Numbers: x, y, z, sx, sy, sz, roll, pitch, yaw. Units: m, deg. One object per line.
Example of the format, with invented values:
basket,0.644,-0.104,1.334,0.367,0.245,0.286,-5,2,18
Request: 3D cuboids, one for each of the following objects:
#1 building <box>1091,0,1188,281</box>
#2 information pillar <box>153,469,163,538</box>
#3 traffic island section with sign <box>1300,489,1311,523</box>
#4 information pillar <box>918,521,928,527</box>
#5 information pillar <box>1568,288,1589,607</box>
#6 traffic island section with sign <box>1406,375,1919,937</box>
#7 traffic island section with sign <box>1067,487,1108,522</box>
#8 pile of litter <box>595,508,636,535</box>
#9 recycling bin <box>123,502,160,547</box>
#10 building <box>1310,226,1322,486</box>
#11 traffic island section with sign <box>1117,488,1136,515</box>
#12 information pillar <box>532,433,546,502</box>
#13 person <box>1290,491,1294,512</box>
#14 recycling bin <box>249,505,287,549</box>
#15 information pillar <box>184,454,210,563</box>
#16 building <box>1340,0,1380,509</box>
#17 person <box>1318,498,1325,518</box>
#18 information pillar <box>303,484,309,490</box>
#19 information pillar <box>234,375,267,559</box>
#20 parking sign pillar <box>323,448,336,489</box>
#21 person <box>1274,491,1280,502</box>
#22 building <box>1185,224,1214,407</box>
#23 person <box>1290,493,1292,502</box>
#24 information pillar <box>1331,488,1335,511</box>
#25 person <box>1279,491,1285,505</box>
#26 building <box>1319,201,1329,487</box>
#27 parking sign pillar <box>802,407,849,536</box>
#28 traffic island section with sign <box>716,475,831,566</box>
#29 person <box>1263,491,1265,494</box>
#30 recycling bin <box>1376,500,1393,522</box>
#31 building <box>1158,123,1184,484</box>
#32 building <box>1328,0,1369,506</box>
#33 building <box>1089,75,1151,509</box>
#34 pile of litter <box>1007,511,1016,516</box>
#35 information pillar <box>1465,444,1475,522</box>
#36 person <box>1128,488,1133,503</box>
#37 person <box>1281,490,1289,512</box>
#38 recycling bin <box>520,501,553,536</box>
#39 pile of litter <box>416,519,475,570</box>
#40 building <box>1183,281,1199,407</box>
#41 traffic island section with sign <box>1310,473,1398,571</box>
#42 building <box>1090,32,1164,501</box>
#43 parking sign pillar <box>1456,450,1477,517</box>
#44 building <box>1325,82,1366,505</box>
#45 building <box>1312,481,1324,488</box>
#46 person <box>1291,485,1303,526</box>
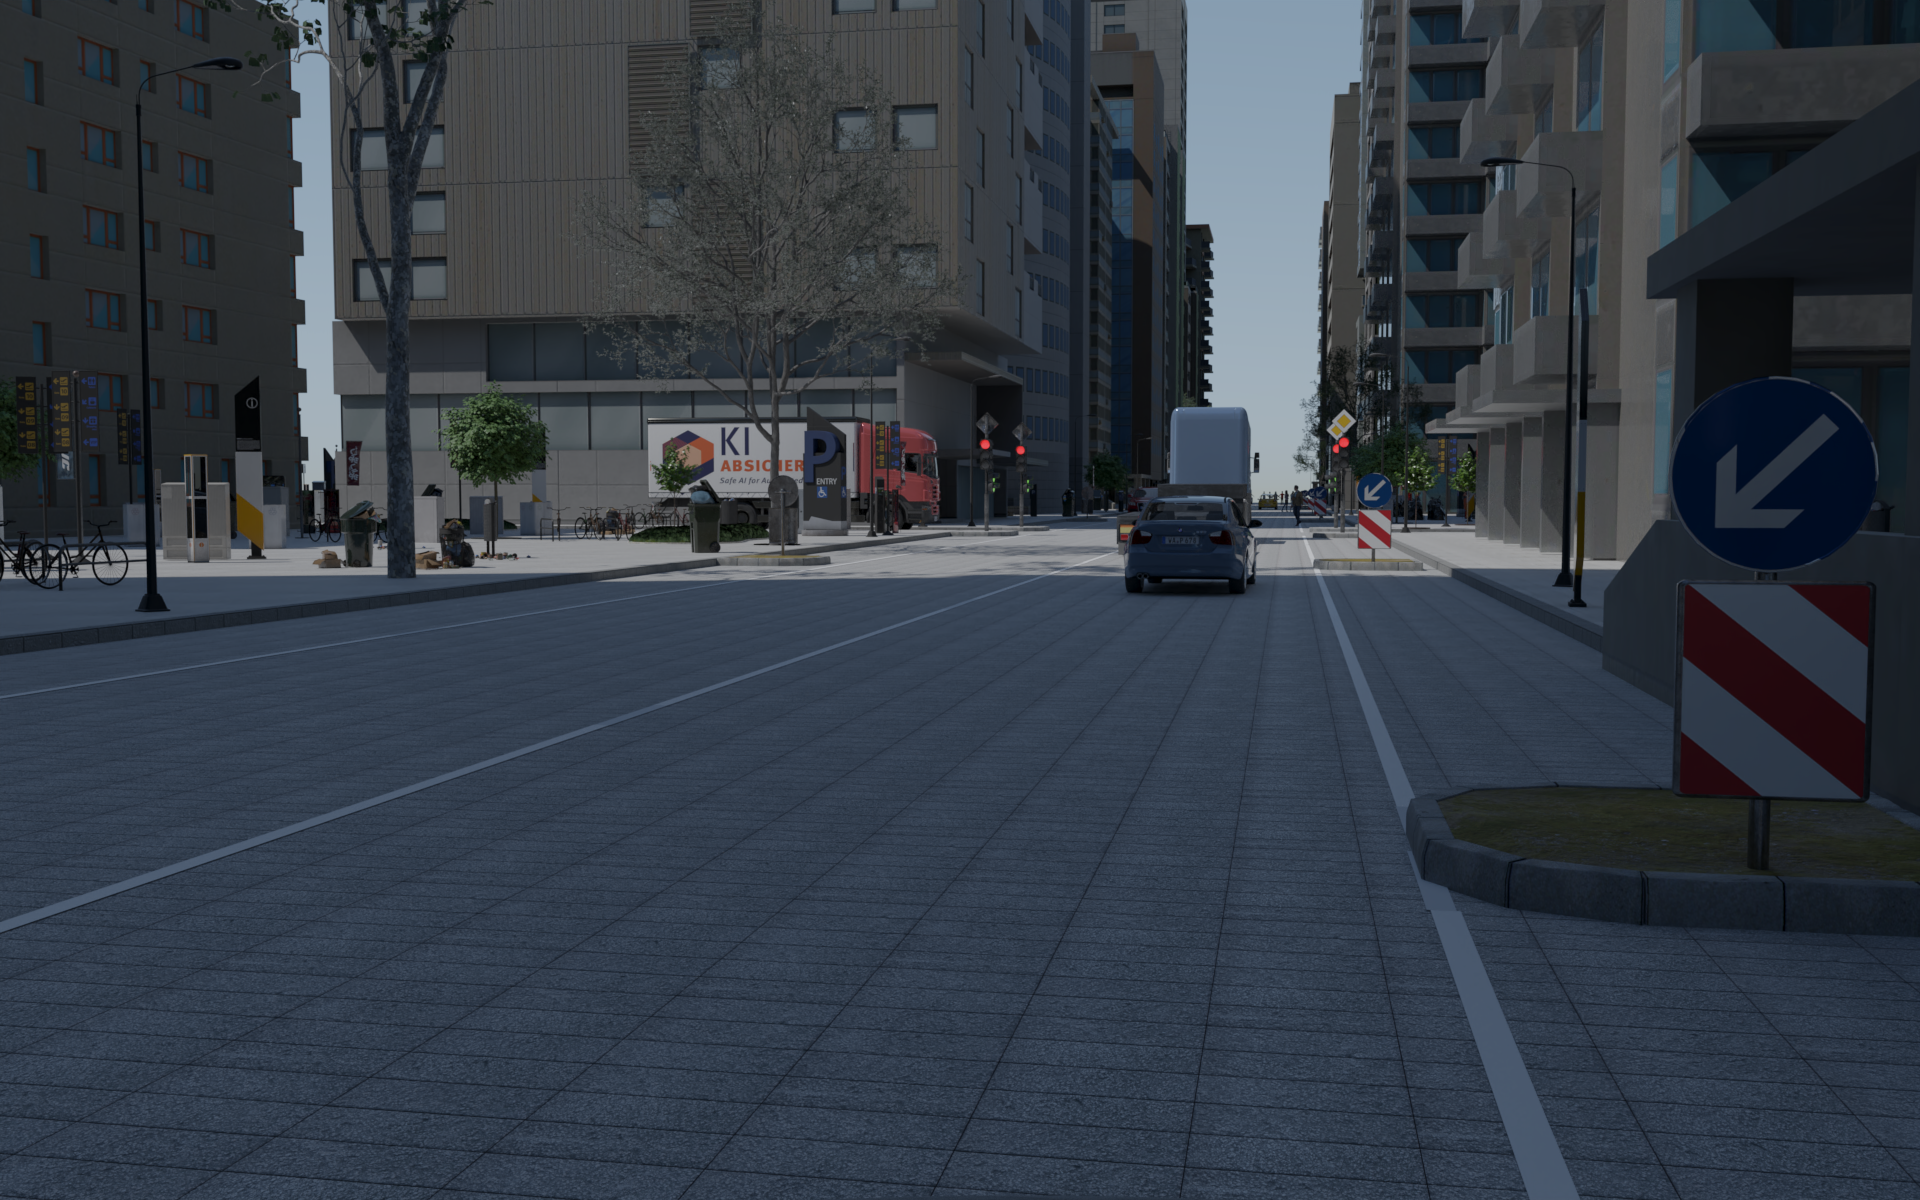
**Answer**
building,24.114,-49.580,248.885,20.563,71.187,20.611,1,4,11
information pillar,-23.691,-2.839,50.914,0.304,2.012,0.304,1,4,8
traffic island section with sign,18.062,-4.821,87.448,1.989,1.847,2.006,1,4,11
information pillar,-1.385,-4.652,67.419,0.504,3.616,0.183,2,4,35
information pillar,7.025,-1.727,19.588,0.183,3.616,0.504,1,4,16
traffic island section with sign,2.770,0.123,6.617,1.989,1.847,2.006,1,4,11
traffic island section with sign,6.643,-4.983,90.093,1.989,1.847,2.006,1,4,11
pile of litter,-10.857,-2.513,55.057,1.719,0.858,1.176,-2,4,-32
recycling bin,-20.006,-1.821,42.334,0.722,1.027,0.722,-2,4,-34
building,68.570,-40.216,277.134,23.786,49.044,30.456,1,4,11
traffic island section with sign,11.656,-6.603,116.579,1.989,1.847,2.006,1,4,11
information pillar,-14.333,-4.139,59.024,0.504,3.616,0.183,-2,4,-24
person,26.859,-7.963,139.700,0.512,1.701,0.522,1,4,13
recycling bin,-16.255,-1.719,40.653,0.722,1.027,0.722,-1,4,-11
information pillar,-14.228,-1.701,32.300,0.304,2.012,0.304,3,5,42
building,43.384,-43.377,147.459,20.563,71.187,20.611,1,4,11
person,21.457,-5.728,102.708,0.362,1.759,0.519,3,5,40
information pillar,-48.187,-7.535,127.691,0.304,2.012,0.304,1,4,22
information pillar,-13.971,-2.613,34.077,0.504,3.616,0.183,-1,4,-14
parking sign pillar,-36.725,-6.904,101.357,1.447,3.967,1.447,0,4,7
person,34.716,-11.065,190.135,0.721,1.736,1.217,-3,5,-42
building,28.606,-37.881,273.974,22.147,44.769,28.867,1,4,11
person,50.981,-15.685,266.426,0.415,1.643,0.593,2,4,33
information pillar,27.781,-7.584,128.490,0.304,2.012,0.304,-3,5,-44
person,41.448,-13.114,222.875,1.348,1.831,0.705,0,4,-5
building,60.337,-37.025,255.468,14.600,45.320,14.200,1,4,11
parking sign pillar,-4.142,-3.951,53.069,1.447,3.967,1.447,1,4,22
traffic island section with sign,-3.720,-1.633,35.326,1.989,1.847,2.006,1,4,11
person,41.648,-13.988,237.218,1.348,1.822,0.705,0,4,4
recycling bin,19.591,-4.125,79.995,0.722,1.027,0.722,0,4,6
building,16.260,-30.818,187.464,14.154,41.232,14.086,1,4,11
building,48.957,-52.576,172.287,22.319,86.520,31.000,1,4,11
building,0.842,-28.426,156.638,32.217,40.220,23.993,1,4,11
pile of litter,2.681,-5.261,99.974,1.176,0.858,1.719,3,5,40
information pillar,23.727,-5.450,80.465,0.504,3.616,0.183,-3,4,-39
person,9.668,-5.425,97.375,0.526,1.800,0.537,3,4,36
person,25.913,-7.880,137.929,0.643,1.750,0.593,1,4,21
recycling bin,-13.201,-2.531,53.938,0.722,1.027,0.722,2,4,34
pile of litter,-9.075,-0.985,30.076,1.176,0.858,1.719,1,4,19
building,24.480,-28.179,232.425,14.160,30.474,14.107,1,4,11
traffic island section with sign,7.824,-1.511,33.326,1.989,1.847,2.006,1,4,11
building,12.894,-32.018,173.608,14.600,45.320,14.200,1,4,11
parking sign pillar,28.442,-6.612,96.585,1.447,3.967,1.447,0,4,3
building,53.441,-35.206,199.316,21.300,48.544,21.600,1,4,11
building,64.493,-33.229,235.176,32.217,40.220,23.993,1,4,11
person,15.200,-4.262,78.091,0.656,1.842,0.836,2,4,29
